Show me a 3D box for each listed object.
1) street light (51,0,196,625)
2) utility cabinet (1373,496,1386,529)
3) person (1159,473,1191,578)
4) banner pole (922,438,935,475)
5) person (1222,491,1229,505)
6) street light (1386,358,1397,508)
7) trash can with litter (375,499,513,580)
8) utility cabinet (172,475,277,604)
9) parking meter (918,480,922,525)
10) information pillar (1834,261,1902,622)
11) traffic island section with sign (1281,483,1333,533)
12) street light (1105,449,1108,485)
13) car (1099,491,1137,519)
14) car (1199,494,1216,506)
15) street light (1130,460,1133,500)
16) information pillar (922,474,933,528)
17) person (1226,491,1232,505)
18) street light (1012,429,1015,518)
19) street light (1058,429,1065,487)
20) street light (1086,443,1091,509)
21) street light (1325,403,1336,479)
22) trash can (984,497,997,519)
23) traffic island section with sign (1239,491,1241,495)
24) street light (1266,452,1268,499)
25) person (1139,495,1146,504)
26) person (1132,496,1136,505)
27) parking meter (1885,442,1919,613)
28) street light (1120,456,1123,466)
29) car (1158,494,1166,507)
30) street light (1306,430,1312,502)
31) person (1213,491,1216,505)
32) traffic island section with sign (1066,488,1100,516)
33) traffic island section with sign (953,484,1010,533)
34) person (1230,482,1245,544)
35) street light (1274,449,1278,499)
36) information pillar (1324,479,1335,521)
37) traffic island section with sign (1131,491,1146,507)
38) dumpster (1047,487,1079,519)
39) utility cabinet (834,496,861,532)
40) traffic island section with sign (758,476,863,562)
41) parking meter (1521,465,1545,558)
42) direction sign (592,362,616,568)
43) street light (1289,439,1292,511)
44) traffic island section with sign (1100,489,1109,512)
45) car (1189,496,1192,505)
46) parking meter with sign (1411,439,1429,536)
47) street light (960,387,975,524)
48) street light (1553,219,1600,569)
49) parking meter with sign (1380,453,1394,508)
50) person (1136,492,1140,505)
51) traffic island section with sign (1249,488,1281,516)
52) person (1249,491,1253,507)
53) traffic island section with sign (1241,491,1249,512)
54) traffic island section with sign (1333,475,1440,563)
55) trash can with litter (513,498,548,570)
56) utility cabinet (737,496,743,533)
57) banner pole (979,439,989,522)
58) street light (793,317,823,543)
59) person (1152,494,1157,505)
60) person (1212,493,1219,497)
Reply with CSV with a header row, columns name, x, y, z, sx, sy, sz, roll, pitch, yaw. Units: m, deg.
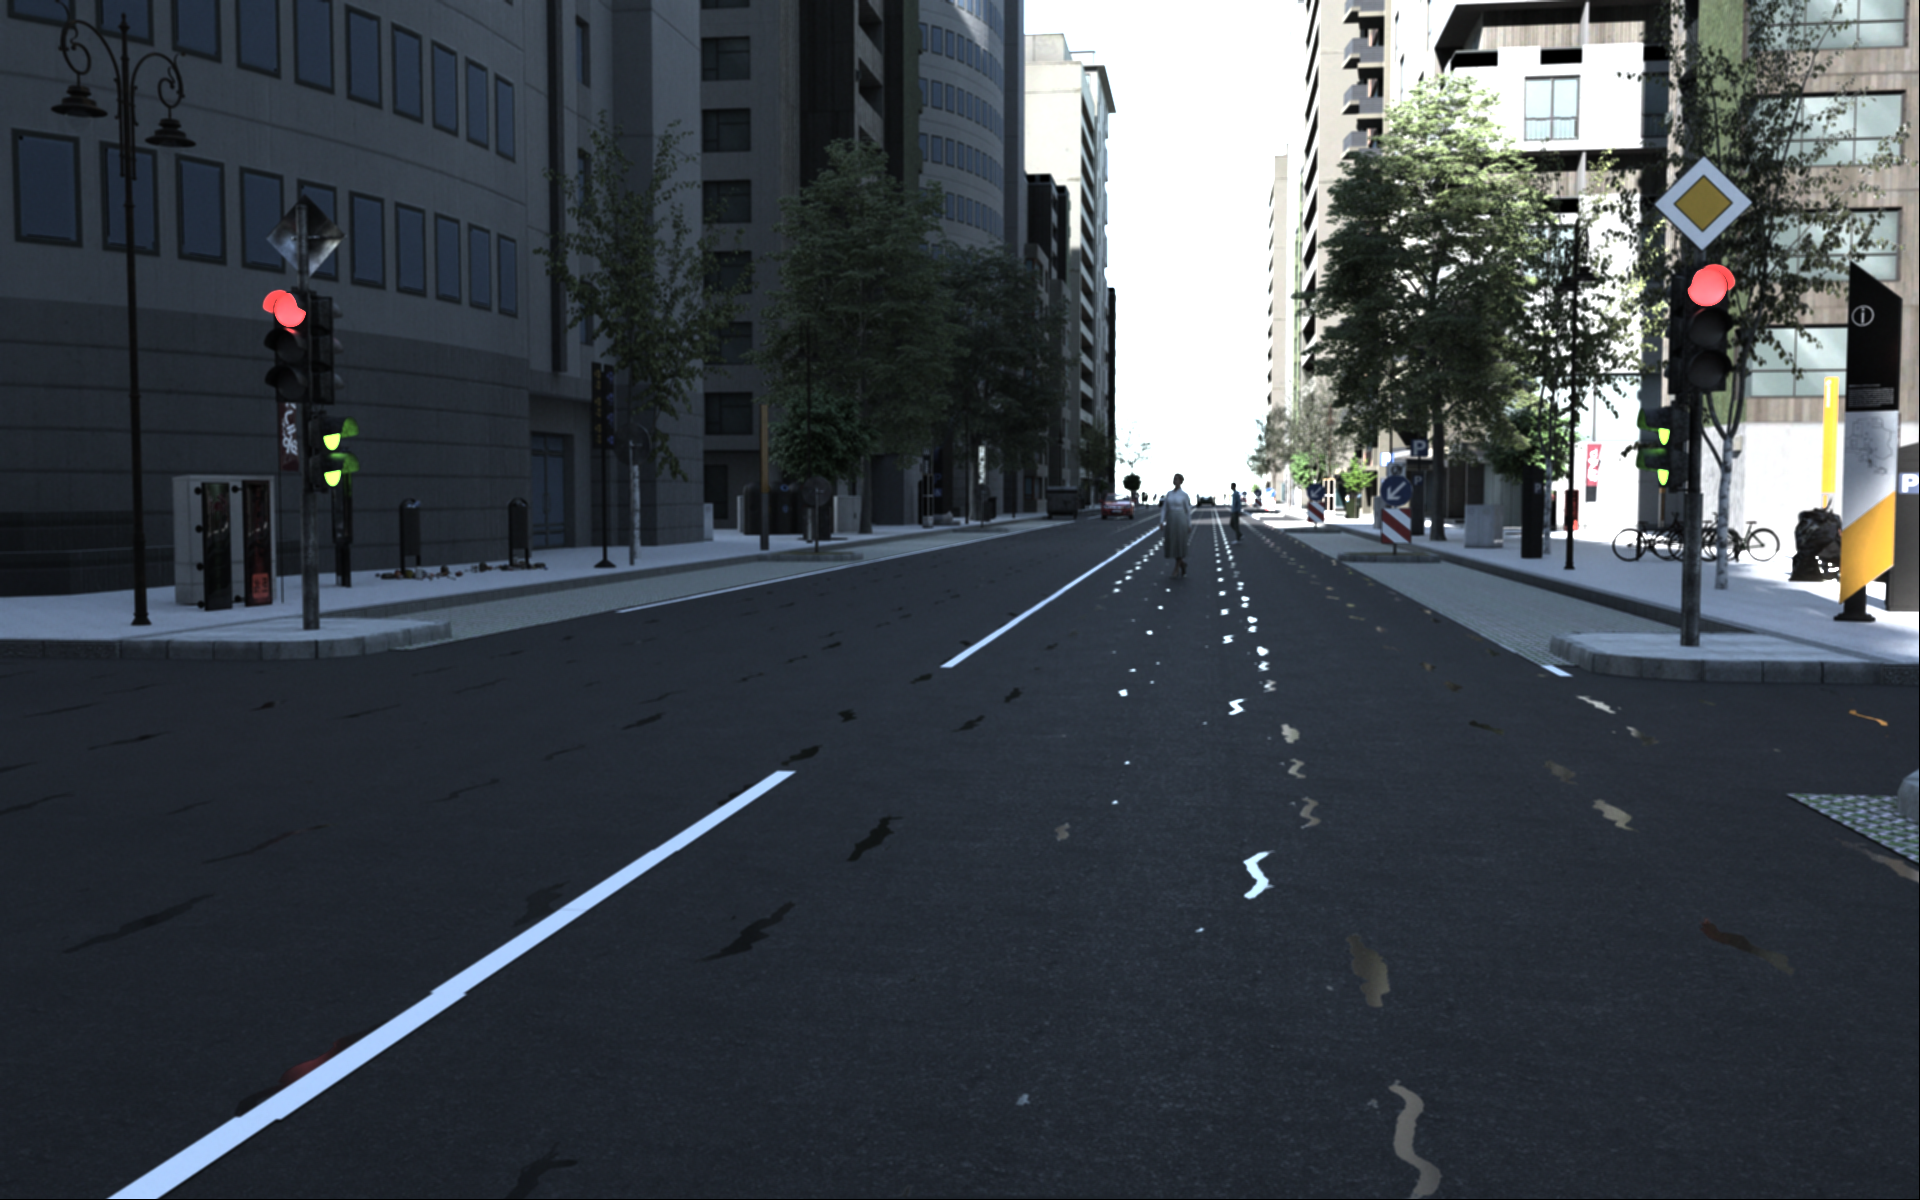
name,x,y,z,sx,sy,sz,roll,pitch,yaw
street light,-8.032,-2.693,16.812,0.468,5.910,1.993,1,4,8
utility cabinet,15.360,-3.195,63.408,0.306,1.237,1.020,0,4,4
person,3.738,-1.282,29.690,0.478,1.798,0.641,3,5,42
banner pole,-1.361,-5.305,76.753,0.863,3.779,0.401,-3,5,-42
person,34.056,-13.114,222.924,1.348,1.822,0.705,3,4,37
street light,14.538,-5.237,58.415,0.468,5.910,1.993,1,4,8
trash can with litter,-8.226,-0.964,26.814,1.678,1.210,2.233,1,4,10
utility cabinet,-8.669,-0.719,20.429,0.318,1.500,1.173,2,4,29
parking meter,-1.593,-4.094,72.646,0.255,1.863,0.399,-1,4,-15
information pillar,9.097,-1.589,17.331,0.504,3.616,0.183,3,5,43
traffic island section with sign,13.008,-3.389,64.038,1.989,1.847,2.006,1,4,8
street light,14.758,-12.371,175.059,0.468,5.910,1.993,1,4,8
car,9.072,-5.534,99.524,2.155,1.783,4.494,0,4,6
car,29.772,-12.067,209.098,2.131,1.459,4.920,1,4,10
street light,23.100,-15.926,233.169,0.468,5.910,1.993,1,4,8
information pillar,-1.208,-3.702,65.022,0.304,2.012,0.304,3,5,39
person,36.889,-13.985,237.245,0.705,1.812,1.348,-2,4,-34
street light,2.877,-7.327,92.590,0.468,5.910,1.993,1,4,8
street light,7.053,-9.081,121.263,0.468,5.910,1.993,1,4,8
street light,11.093,-10.853,150.236,0.468,5.910,1.993,1,4,8
street light,18.727,-7.030,87.727,0.468,5.910,1.993,1,4,8
trash can,1.560,-4.750,89.323,0.748,1.137,0.748,0,3,0
traffic island section with sign,31.841,-11.362,194.388,1.989,1.847,2.006,1,4,8
street light,33.043,-13.063,186.371,0.468,5.910,1.993,1,4,8
person,23.961,-13.323,226.428,1.348,1.812,0.705,2,4,35
person,20.474,-11.905,203.818,0.551,1.740,0.621,-3,4,-38
parking meter,10.288,-0.804,18.851,0.399,1.863,0.255,1,4,20
street light,18.960,-14.140,203.982,0.468,5.910,1.993,1,4,8
car,23.501,-11.449,196.983,2.009,1.686,4.222,1,4,10
street light,21.410,-8.142,105.911,0.468,5.910,1.993,1,4,8
person,32.934,-13.174,223.862,0.705,1.831,1.348,0,4,0
traffic island section with sign,8.082,-6.508,115.029,1.989,1.847,2.006,1,4,8
traffic island section with sign,0.838,-3.446,64.969,1.989,1.847,2.006,1,4,8
person,7.997,-2.517,49.992,0.444,1.785,0.601,1,4,9
street light,29.815,-11.698,164.052,0.468,5.910,1.993,1,4,8
information pillar,17.937,-4.851,83.807,0.304,2.012,0.304,0,4,-1
traffic island section with sign,19.888,-11.512,196.847,1.989,1.847,2.006,1,4,8
dumpster,5.852,-5.538,98.767,1.865,1.857,1.264,0,4,8
utility cabinet,-3.765,-2.885,58.330,1.020,1.237,0.306,-3,4,-38
traffic island section with sign,-3.150,-1.755,37.322,1.989,1.847,2.006,1,4,8
parking meter,11.451,-1.768,34.614,0.399,1.863,0.255,-2,4,-29
direction sign,-6.208,-2.336,30.192,0.379,3.537,0.876,1,4,11
street light,25.729,-9.925,135.068,0.468,5.910,1.993,1,4,8
traffic island section with sign,11.972,-8.158,142.018,1.989,1.847,2.006,1,4,8
car,29.116,-13.039,224.993,2.131,1.459,4.920,0,4,8
parking meter with sign,14.334,-3.547,54.247,0.543,3.016,1.738,1,4,18
street light,0.295,-6.218,74.446,0.468,5.910,1.993,1,4,8
street light,10.402,-3.462,29.386,0.468,5.910,1.993,1,4,8
parking meter with sign,17.803,-4.662,72.490,0.543,3.016,1.738,1,4,18
person,22.554,-12.832,218.976,0.621,1.740,0.551,-1,4,-23
traffic island section with sign,19.989,-6.349,112.428,1.989,1.847,2.006,1,4,8
person,32.023,-11.133,190.528,0.705,1.824,1.348,0,4,-1
traffic island section with sign,23.957,-8.027,139.877,1.989,1.847,2.006,1,4,8
traffic island section with sign,9.079,-1.725,36.827,1.989,1.847,2.006,1,4,8
trash can with litter,-7.809,-1.124,29.434,1.678,1.210,2.233,1,4,18
utility cabinet,-6.907,-2.858,57.894,1.020,1.237,0.306,-2,4,-25
banner pole,1.097,-5.430,78.795,0.401,3.779,0.863,-3,4,-37
street light,-3.957,-4.439,45.365,0.468,5.910,1.993,1,4,8
person,25.631,-13.221,227.901,0.697,1.427,0.421,1,4,16
person,36.219,-14.474,245.824,1.217,1.739,0.721,1,4,20
